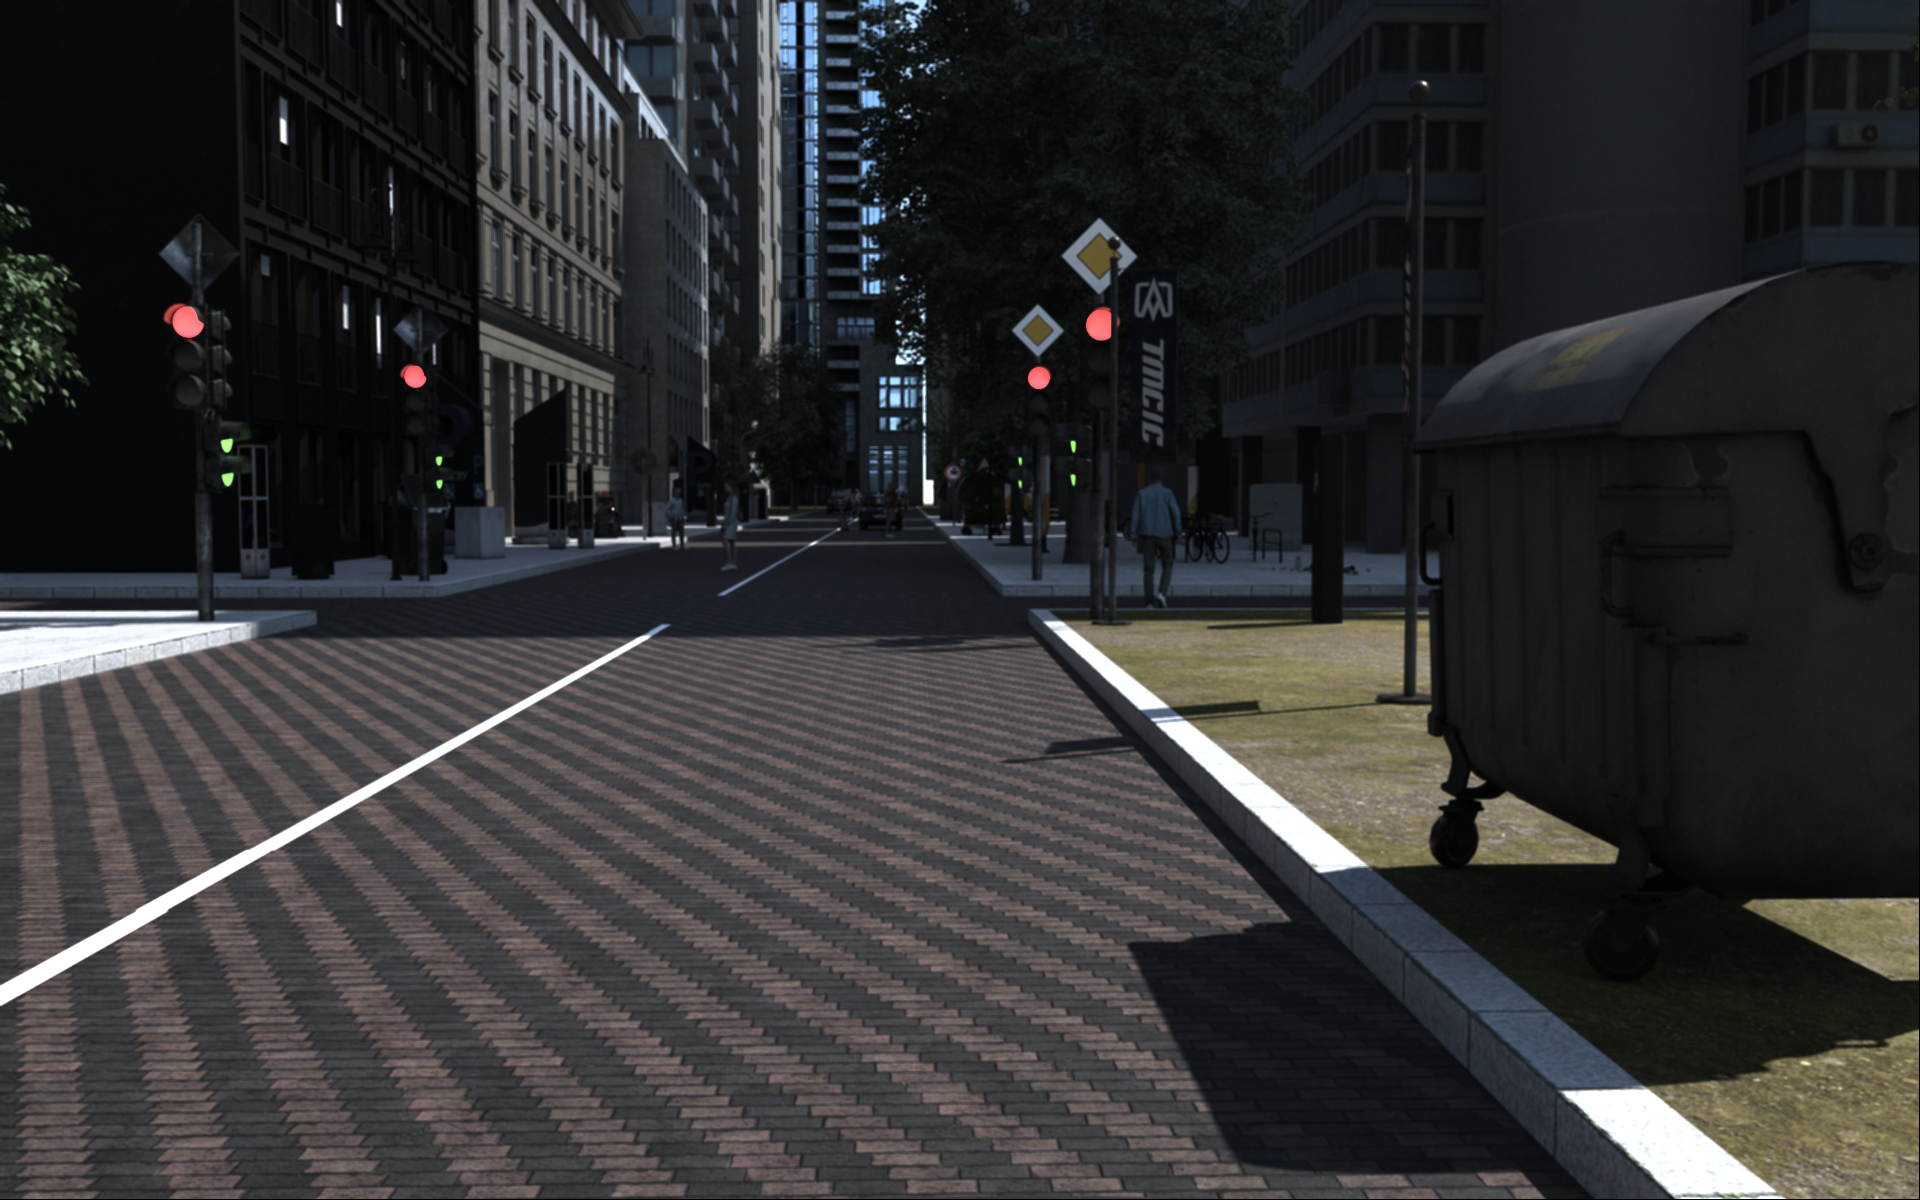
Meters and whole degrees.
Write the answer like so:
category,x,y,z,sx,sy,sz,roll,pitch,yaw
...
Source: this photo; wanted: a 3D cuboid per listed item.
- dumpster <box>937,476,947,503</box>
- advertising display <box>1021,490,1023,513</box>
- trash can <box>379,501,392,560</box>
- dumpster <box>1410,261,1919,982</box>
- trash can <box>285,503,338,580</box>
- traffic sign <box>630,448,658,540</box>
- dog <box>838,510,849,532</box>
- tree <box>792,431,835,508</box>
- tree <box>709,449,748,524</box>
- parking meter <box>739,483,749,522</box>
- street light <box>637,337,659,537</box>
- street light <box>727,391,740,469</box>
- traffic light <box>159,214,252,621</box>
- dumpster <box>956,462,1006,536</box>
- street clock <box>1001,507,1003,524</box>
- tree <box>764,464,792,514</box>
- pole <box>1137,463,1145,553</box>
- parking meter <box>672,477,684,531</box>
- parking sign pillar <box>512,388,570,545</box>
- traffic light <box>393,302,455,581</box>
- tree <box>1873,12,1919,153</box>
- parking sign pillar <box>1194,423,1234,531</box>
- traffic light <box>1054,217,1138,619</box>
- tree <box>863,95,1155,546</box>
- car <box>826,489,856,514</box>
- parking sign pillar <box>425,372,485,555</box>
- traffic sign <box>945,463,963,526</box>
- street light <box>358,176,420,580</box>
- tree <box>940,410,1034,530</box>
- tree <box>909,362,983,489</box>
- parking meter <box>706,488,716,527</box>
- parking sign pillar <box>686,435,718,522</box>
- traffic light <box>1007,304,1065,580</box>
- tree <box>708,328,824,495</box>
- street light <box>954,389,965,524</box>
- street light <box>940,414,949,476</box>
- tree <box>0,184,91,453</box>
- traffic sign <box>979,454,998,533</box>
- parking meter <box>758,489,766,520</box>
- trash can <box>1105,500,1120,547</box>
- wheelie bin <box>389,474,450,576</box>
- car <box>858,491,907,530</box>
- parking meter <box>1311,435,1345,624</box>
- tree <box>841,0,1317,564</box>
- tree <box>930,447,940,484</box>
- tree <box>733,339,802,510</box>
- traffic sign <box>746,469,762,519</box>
category,x,y,z,sx,sy,sz,roll,pitch,yaw
dumpster,-0.366,-5.171,87.034,1.502,2.255,1.985,0,4,-2
advertising display,1.957,-3.196,57.464,0.123,1.923,0.974,1,4,12
trash can,-11.033,-1.370,34.060,0.748,1.137,0.748,0,3,0
dumpster,2.229,0.033,5.217,1.264,1.857,1.865,0,4,-2
trash can,-9.757,-0.883,26.098,0.748,1.137,0.748,0,3,0
traffic sign,-8.756,-2.930,48.011,0.768,2.556,0.104,0,4,1
dog,-4.531,-3.040,66.539,0.513,0.831,0.800,1,4,11
tree,-13.407,-12.672,157.553,4.360,8.622,3.978,0,3,0
tree,-10.109,-4.879,74.369,1.663,3.219,1.824,0,3,0
parking meter,-9.784,-4.460,78.630,0.399,1.863,0.255,-2,4,-33
street light,-9.190,-4.799,51.245,0.468,5.910,1.993,0,4,-2
street light,-10.021,-6.351,76.622,0.468,5.910,1.993,0,4,-2
traffic light,-7.611,-1.743,17.413,0.839,4.253,0.868,0,4,-2
dumpster,0.663,-3.165,54.249,1.502,2.255,1.985,0,4,-2
street clock,1.728,-4.214,73.462,0.358,2.002,0.471,0,4,-7
tree,-11.672,-7.202,112.351,1.663,3.219,1.824,0,3,0
pole,3.906,-2.663,37.379,0.158,3.312,0.155,0,3,0
parking meter,-9.714,-3.299,59.642,0.399,1.863,0.255,-1,4,-9
parking sign pillar,-10.660,-3.393,43.942,1.447,3.967,1.447,-1,4,-20
traffic light,-7.876,-2.231,25.394,0.839,4.253,0.868,0,4,-2
tree,10.107,-3.903,14.183,4.737,8.622,4.395,0,3,0
parking sign pillar,9.001,-4.455,61.305,1.447,3.967,1.447,2,4,29
traffic light,1.394,-1.762,17.727,0.839,4.253,0.868,0,4,-2
tree,1.465,-7.160,42.828,9.928,11.665,9.643,0,3,0
car,-8.593,-7.161,125.753,2.281,1.827,5.304,0,4,-2
parking sign pillar,-10.903,-2.987,37.312,1.447,3.967,1.447,1,4,23
traffic sign,-0.247,-4.311,70.594,0.768,2.556,0.104,0,4,-1
street light,-8.399,-3.231,25.621,0.468,5.910,1.993,0,4,-2
tree,1.562,-4.775,61.792,4.285,4.588,4.351,0,3,0
tree,-0.393,-8.866,95.320,4.737,8.622,4.395,0,3,0
parking meter,-9.681,-3.609,67.419,0.372,1.533,0.369,0,3,0
parking sign pillar,-11.794,-5.537,79.010,1.447,3.967,1.447,0,4,1
traffic light,1.129,-2.250,25.708,0.839,4.253,0.868,0,4,-2
tree,-11.699,-9.905,96.358,8.767,10.594,7.601,0,4,-2
street light,-0.016,-6.221,74.501,0.468,5.910,1.993,0,4,-2
street light,-0.906,-7.810,100.477,0.468,5.910,1.993,0,4,-2
tree,-9.252,-1.891,14.632,4.285,4.588,4.351,0,3,0
traffic sign,0.795,-3.461,56.586,0.884,2.594,0.081,0,4,-1
parking meter,-9.951,-4.802,86.928,0.372,1.533,0.369,0,3,0
trash can,3.485,-1.844,41.797,0.748,1.137,0.748,0,3,0
wheelie bin,-8.618,-1.200,27.531,0.693,1.594,0.980,3,5,42
car,-3.161,-3.688,70.087,2.009,1.686,4.222,0,4,-1
parking meter,3.675,-0.708,17.292,0.255,1.863,0.399,0,4,1
tree,2.251,-7.635,31.482,9.857,13.997,8.962,0,3,0
tree,-0.206,-7.415,104.948,4.285,4.588,4.351,0,3,0
tree,-13.479,-14.214,139.056,9.857,13.997,8.962,0,3,0
traffic sign,-10.669,-5.465,89.356,0.884,2.594,0.081,0,4,6
